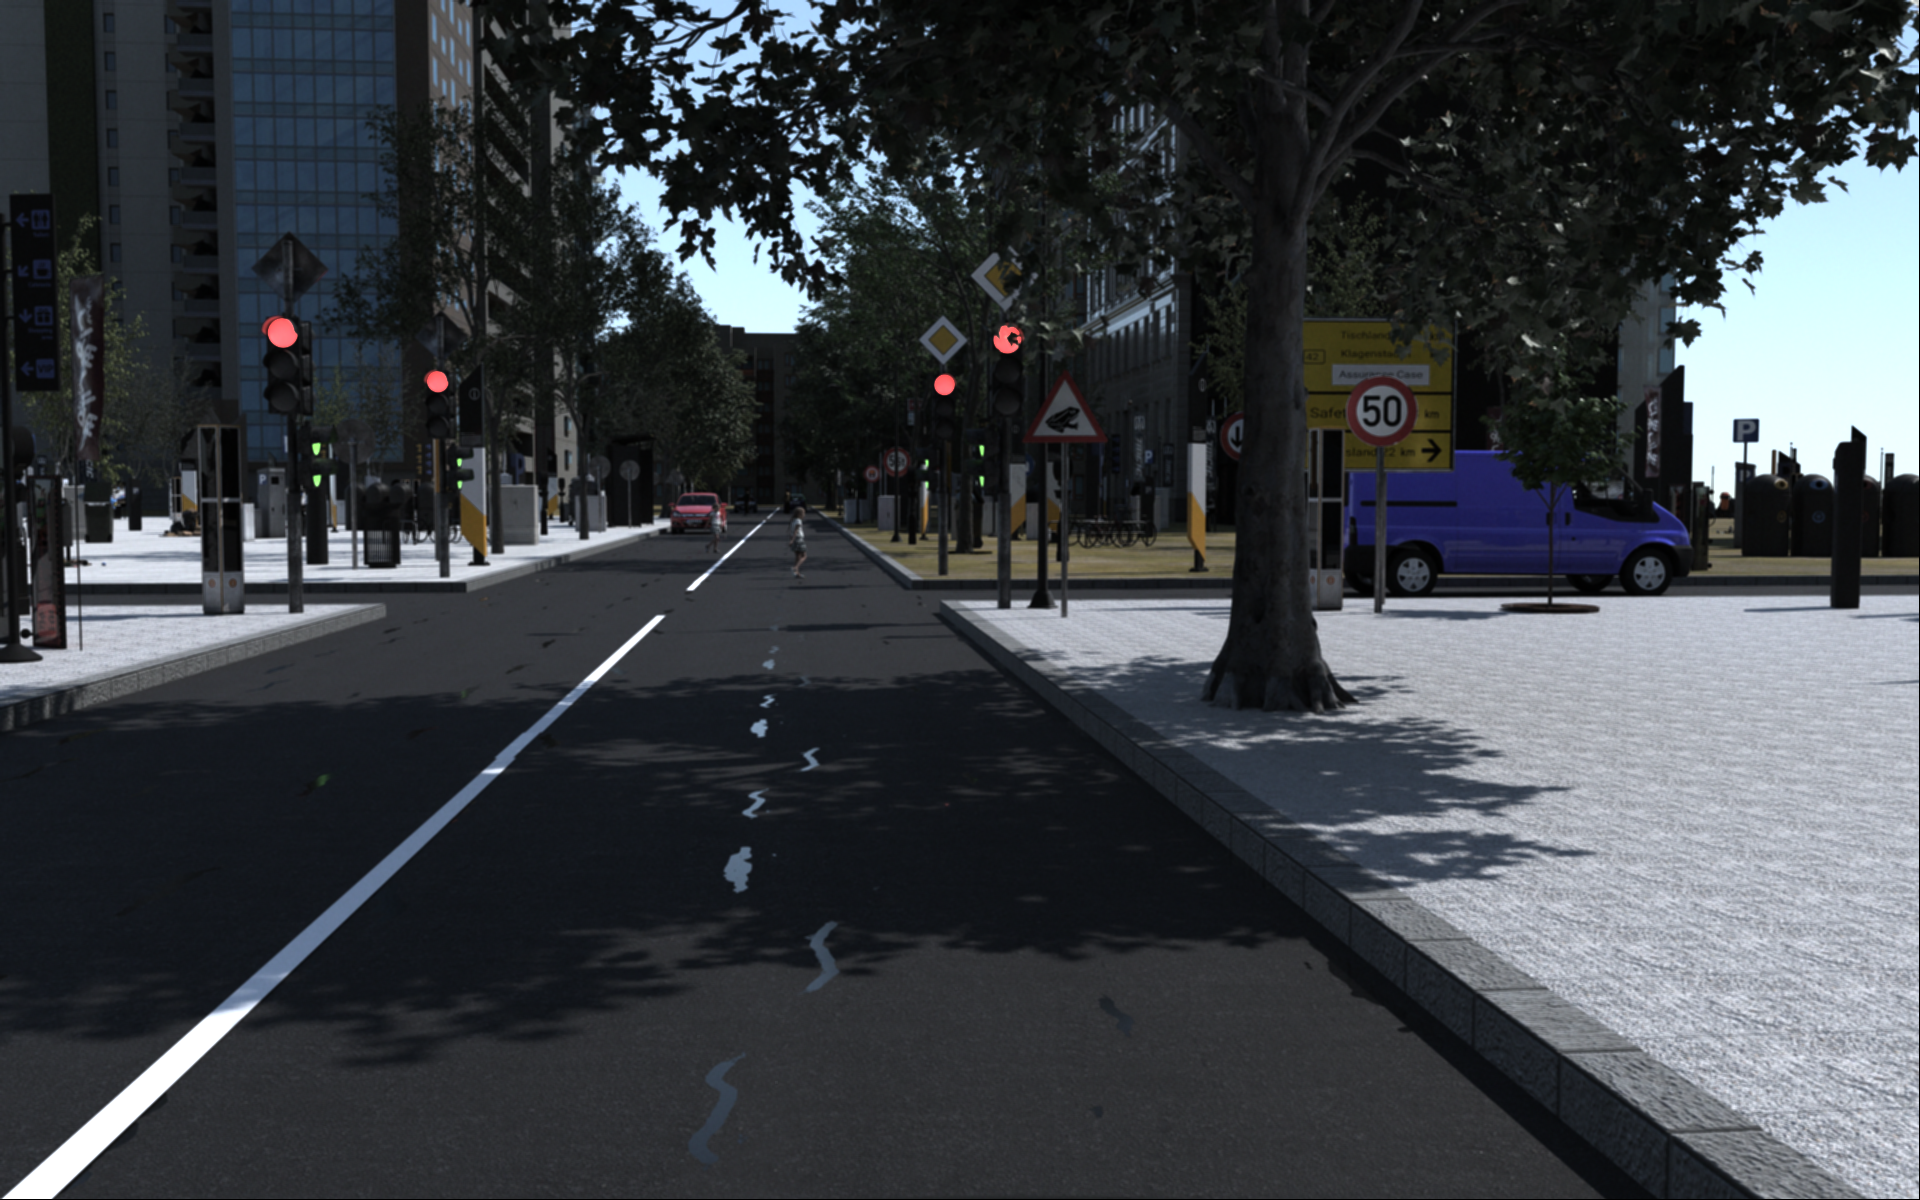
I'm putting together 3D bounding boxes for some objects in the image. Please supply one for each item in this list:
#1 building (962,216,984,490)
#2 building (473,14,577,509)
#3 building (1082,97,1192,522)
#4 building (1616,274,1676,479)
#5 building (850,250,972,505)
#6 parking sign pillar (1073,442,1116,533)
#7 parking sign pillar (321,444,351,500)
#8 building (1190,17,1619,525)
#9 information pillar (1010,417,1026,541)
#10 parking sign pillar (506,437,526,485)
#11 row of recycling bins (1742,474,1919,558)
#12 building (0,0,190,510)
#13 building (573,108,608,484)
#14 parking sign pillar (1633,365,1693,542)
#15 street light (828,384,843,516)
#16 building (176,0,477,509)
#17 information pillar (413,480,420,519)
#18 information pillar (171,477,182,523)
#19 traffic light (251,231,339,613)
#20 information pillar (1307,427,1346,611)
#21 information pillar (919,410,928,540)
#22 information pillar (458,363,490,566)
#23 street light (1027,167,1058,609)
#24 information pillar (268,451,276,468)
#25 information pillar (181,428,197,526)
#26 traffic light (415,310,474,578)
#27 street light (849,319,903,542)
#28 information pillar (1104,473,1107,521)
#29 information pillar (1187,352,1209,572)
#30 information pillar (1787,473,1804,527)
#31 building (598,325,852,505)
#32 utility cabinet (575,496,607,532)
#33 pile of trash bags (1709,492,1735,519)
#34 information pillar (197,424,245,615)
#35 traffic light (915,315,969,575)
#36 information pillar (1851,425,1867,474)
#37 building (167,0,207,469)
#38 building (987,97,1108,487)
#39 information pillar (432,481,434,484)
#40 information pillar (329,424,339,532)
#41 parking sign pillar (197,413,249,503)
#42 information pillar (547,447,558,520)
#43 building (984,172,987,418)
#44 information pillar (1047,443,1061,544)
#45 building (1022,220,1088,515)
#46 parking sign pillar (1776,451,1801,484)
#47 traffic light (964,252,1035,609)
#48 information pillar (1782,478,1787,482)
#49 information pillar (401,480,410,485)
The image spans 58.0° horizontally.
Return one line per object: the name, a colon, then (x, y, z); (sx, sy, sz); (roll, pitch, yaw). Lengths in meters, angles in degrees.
building: (12.021, -32.171, 217.872); (23.993, 40.220, 32.217); (0, 4, -5)
building: (-45.383, -32.179, 149.825); (21.600, 48.544, 21.300); (0, 4, -5)
building: (14.250, -17.936, 90.520); (12.463, 27.353, 25.104); (0, 4, -5)
building: (48.018, -32.881, 157.218); (30.456, 49.044, 23.786); (0, 4, -5)
building: (-6.057, -26.631, 207.118); (14.107, 30.474, 14.160); (0, 4, -5)
parking sign pillar: (4.433, -4.183, 56.870); (1.447, 3.967, 1.447); (1, 4, 13)
parking sign pillar: (-29.770, -5.773, 82.861); (1.447, 3.967, 1.447); (0, 4, 2)
building: (17.242, -14.723, 70.403); (12.332, 23.373, 15.834); (0, 4, -5)
information pillar: (1.577, -3.447, 47.709); (0.504, 3.616, 0.183); (-2, 4, -31)
parking sign pillar: (-21.166, -5.757, 82.603); (1.447, 3.967, 1.447); (1, 4, 9)
row of recycling bins: (17.991, -1.744, 35.628); (3.534, 1.692, 1.069); (1, 4, 9)
building: (-70.932, -37.019, 147.256); (28.212, 58.520, 21.231); (0, 4, -5)
building: (-57.448, -35.884, 206.309); (30.456, 49.044, 23.786); (0, 4, -5)
parking sign pillar: (14.964, -2.961, 36.879); (1.447, 3.967, 1.447); (-1, 4, -19)
street light: (-4.894, -6.181, 73.596); (1.470, 5.913, 1.316); (0, 4, -5)
building: (-38.145, -27.908, 106.411); (14.600, 45.320, 14.200); (0, 4, -5)
information pillar: (-28.013, -5.189, 89.331); (0.304, 2.012, 0.304); (-1, 4, -10)
information pillar: (-34.684, -4.416, 76.697); (0.304, 2.012, 0.304); (3, 5, 39)
traffic light: (-7.148, -1.814, 18.579); (0.839, 4.253, 0.868); (0, 4, -5)
information pillar: (4.031, -0.893, 19.099); (0.304, 2.012, 0.304); (-1, 4, -14)
information pillar: (-1.000, -3.497, 48.526); (0.183, 3.616, 0.504); (1, 4, 13)
information pillar: (-8.723, -2.427, 31.043); (0.504, 3.616, 0.183); (1, 4, 16)
street light: (0.392, -2.860, 19.302); (1.470, 5.913, 1.316); (0, 4, -5)
information pillar: (-37.605, -6.322, 94.724); (0.504, 3.616, 0.183); (1, 4, 22)
information pillar: (-27.295, -4.281, 61.349); (0.504, 3.616, 0.183); (0, 4, -2)
traffic light: (-7.909, -2.300, 26.528); (0.839, 4.253, 0.868); (0, 4, -5)
street light: (-2.235, -4.500, 46.124); (1.470, 5.913, 1.316); (0, 4, -5)
information pillar: (6.764, -5.595, 82.826); (0.504, 3.616, 0.183); (0, 4, -2)
information pillar: (3.893, -2.266, 28.403); (0.183, 3.616, 0.504); (3, 4, 37)
information pillar: (29.845, -3.505, 61.805); (0.304, 2.012, 0.304); (-1, 4, -16)
building: (-28.139, -22.469, 212.411); (28.899, 21.520, 27.650); (0, 4, -5)
utility cabinet: (-13.325, -3.145, 62.575); (1.020, 1.237, 0.306); (1, 4, 11)
pile of trash bags: (40.429, -5.035, 92.079); (1.912, 1.369, 3.447); (1, 4, 14)
information pillar: (-7.857, -0.852, 18.427); (0.304, 2.012, 0.304); (2, 4, 26)
traffic light: (-0.284, -2.346, 27.271); (0.839, 4.253, 0.868); (0, 4, -5)
information pillar: (30.284, -4.104, 58.453); (0.504, 3.616, 0.183); (3, 5, 41)
building: (-43.200, -30.612, 124.200); (21.300, 48.544, 21.600); (0, 4, -5)
building: (9.913, -30.215, 144.124); (14.600, 45.320, 14.200); (0, 4, -5)
information pillar: (-29.006, -5.591, 95.899); (0.304, 2.012, 0.304); (3, 5, 39)
information pillar: (-21.010, -4.077, 58.020); (0.183, 3.616, 0.504); (-2, 4, -32)
parking sign pillar: (-24.027, -4.189, 56.968); (1.447, 3.967, 1.447); (1, 4, 16)
information pillar: (-20.172, -5.768, 85.654); (0.504, 3.616, 0.183); (-1, 4, -15)
building: (8.964, -29.042, 158.424); (14.154, 41.232, 14.086); (0, 4, -5)
information pillar: (2.380, -3.272, 44.856); (0.504, 3.616, 0.183); (-1, 4, -13)
building: (19.291, -17.029, 123.456); (27.650, 21.520, 28.899); (0, 4, -5)
parking sign pillar: (51.074, -7.239, 106.825); (1.447, 3.967, 1.447); (-3, 5, -44)
traffic light: (0.477, -1.859, 19.322); (0.839, 4.253, 0.868); (0, 4, -5)
information pillar: (38.303, -4.647, 80.475); (0.304, 2.012, 0.304); (2, 4, 28)
information pillar: (-28.897, -5.247, 90.282); (0.304, 2.012, 0.304); (2, 4, 25)
